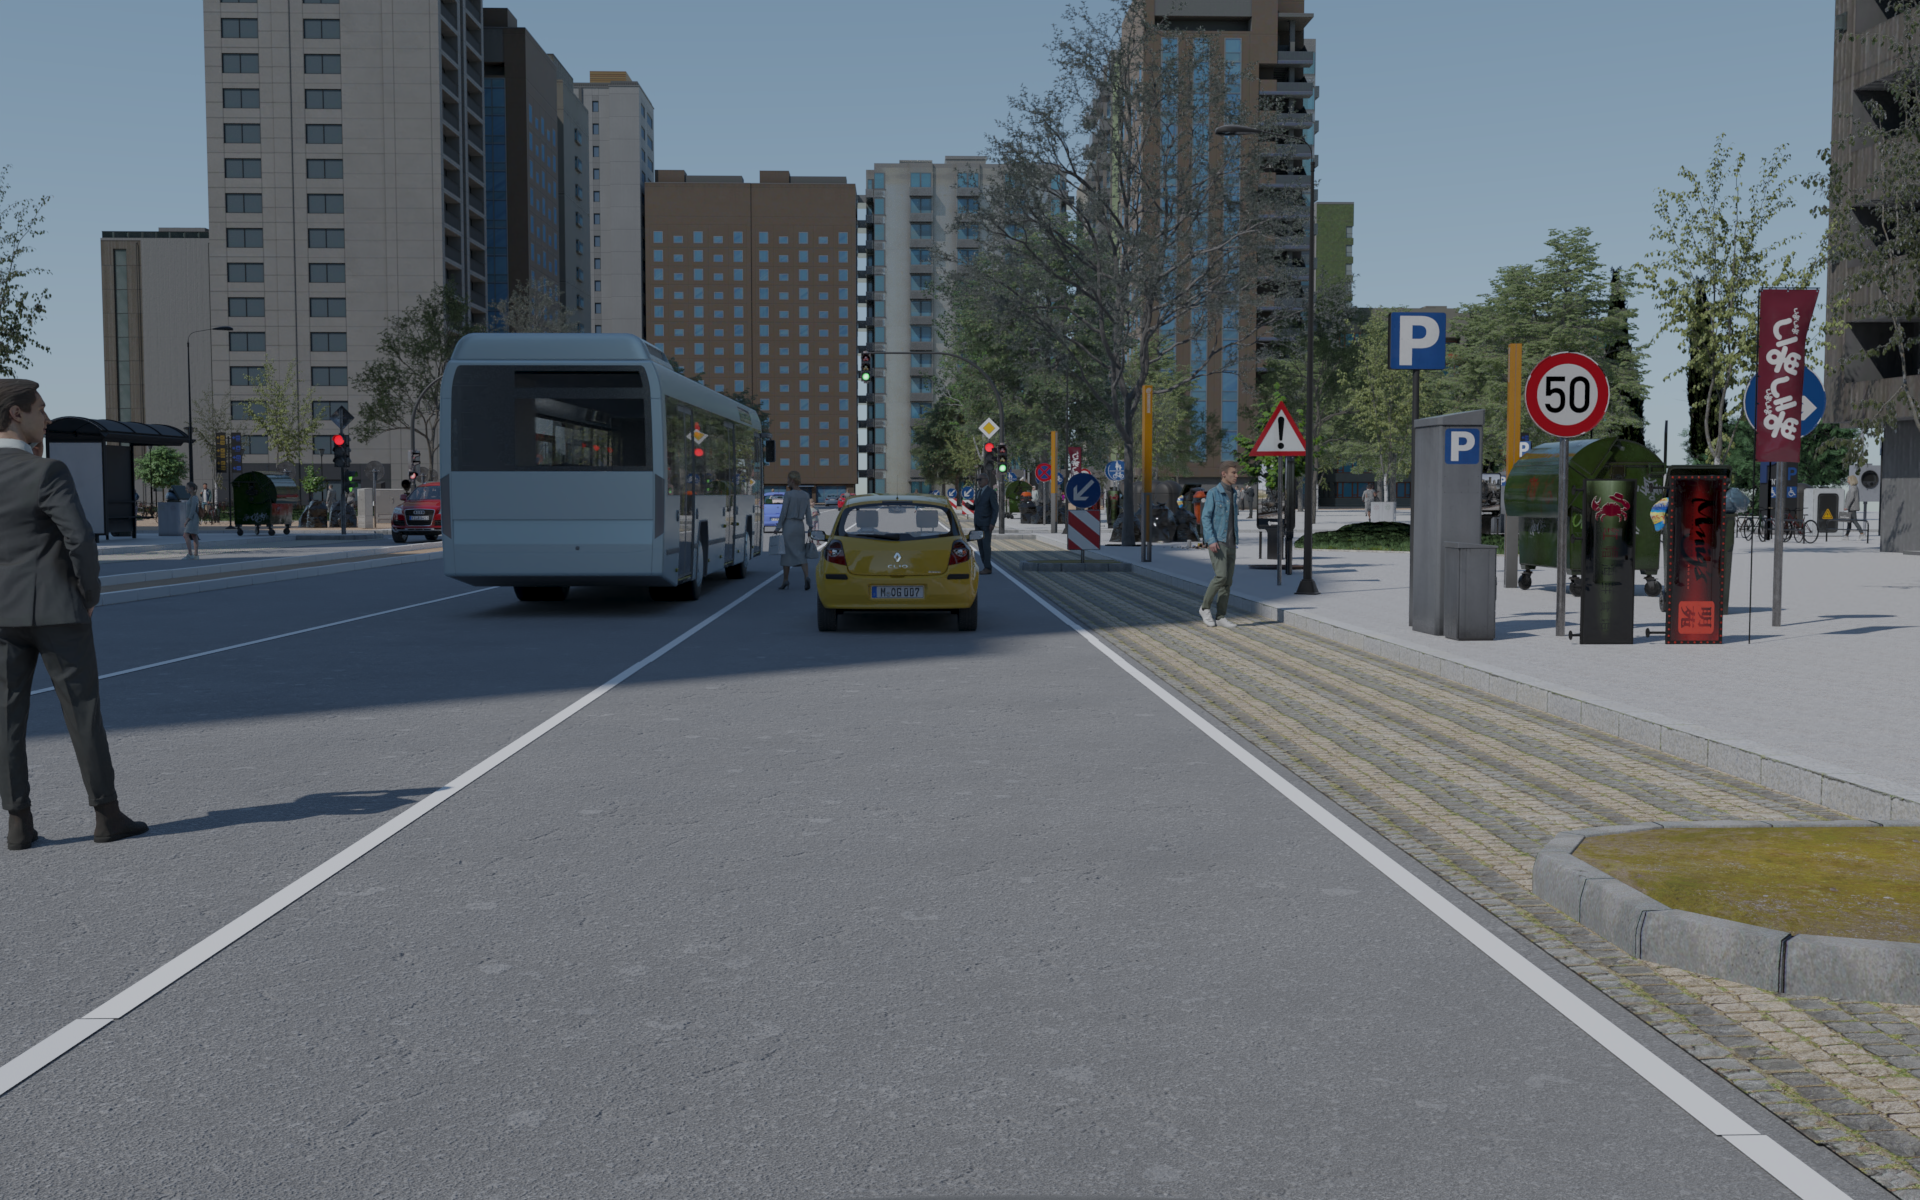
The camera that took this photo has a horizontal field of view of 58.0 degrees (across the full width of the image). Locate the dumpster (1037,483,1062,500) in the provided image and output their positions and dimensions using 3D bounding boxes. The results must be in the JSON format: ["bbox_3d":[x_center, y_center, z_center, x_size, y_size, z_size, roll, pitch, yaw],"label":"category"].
[{"bbox_3d":[4.844,-5.345,93.147,1.264,1.857,1.865,0,4,-2],"label":"dumpster"}]

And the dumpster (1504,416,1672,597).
[{"bbox_3d":[8.079,-1.213,22.321,1.502,2.255,1.985,0,4,-2],"label":"dumpster"}]

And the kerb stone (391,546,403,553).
[{"bbox_3d":[-13.823,-1.219,42.134,0.120,0.150,1.000,0,4,-2],"label":"kerb stone"}]

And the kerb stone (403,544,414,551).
[{"bbox_3d":[-13.867,-1.279,43.160,0.120,0.150,1.000,0,4,-2],"label":"kerb stone"}]

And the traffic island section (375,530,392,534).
[{"bbox_3d":[-19.846,-2.487,62.949,2.009,0.180,2.903,0,4,-2],"label":"traffic island section"}]

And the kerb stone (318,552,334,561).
[{"bbox_3d":[-13.656,-0.907,37.024,0.120,0.150,1.000,0,4,-2],"label":"kerb stone"}]

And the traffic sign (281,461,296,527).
[{"bbox_3d":[-26.276,-4.123,67.518,0.768,2.556,0.104,0,4,-1],"label":"traffic sign"}]

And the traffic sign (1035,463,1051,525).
[{"bbox_3d":[3.460,-4.332,70.933,0.768,2.556,0.104,0,4,8],"label":"traffic sign"}]

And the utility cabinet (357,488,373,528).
[{"bbox_3d":[-22.178,-3.417,64.545,0.318,1.500,1.173,-2,4,-31],"label":"utility cabinet"}]

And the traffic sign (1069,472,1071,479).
[{"bbox_3d":[5.969,-5.413,88.612,0.768,2.556,0.104,0,4,3],"label":"traffic sign"}]

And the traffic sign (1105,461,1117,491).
[{"bbox_3d":[5.929,-4.058,66.459,0.768,2.556,0.104,0,4,1],"label":"traffic sign"}]

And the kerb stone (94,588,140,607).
[{"bbox_3d":[-11.064,-0.031,22.703,0.120,0.150,1.000,0,4,-2],"label":"kerb stone"}]

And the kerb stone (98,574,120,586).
[{"bbox_3d":[-13.307,-0.276,26.752,0.120,0.150,1.000,0,4,-2],"label":"kerb stone"}]

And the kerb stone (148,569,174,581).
[{"bbox_3d":[-13.384,-0.404,28.808,0.120,0.150,1.000,0,4,-2],"label":"kerb stone"}]

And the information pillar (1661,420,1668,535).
[{"bbox_3d":[22.271,-3.876,54.720,0.183,3.616,0.504,2,4,25],"label":"information pillar"}]

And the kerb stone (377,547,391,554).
[{"bbox_3d":[-13.787,-1.149,41.113,0.120,0.150,1.000,0,4,-2],"label":"kerb stone"}]

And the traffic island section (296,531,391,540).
[{"bbox_3d":[-19.576,-1.999,54.968,2.009,0.180,2.903,0,4,-2],"label":"traffic island section"}]

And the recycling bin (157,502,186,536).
[{"bbox_3d":[-24.177,-2.495,53.341,0.722,1.027,0.722,1,4,9],"label":"recycling bin"}]

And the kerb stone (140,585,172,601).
[{"bbox_3d":[-11.101,-0.094,23.728,0.120,0.150,1.000,0,4,-2],"label":"kerb stone"}]

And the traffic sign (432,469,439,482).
[{"bbox_3d":[-26.607,-5.323,87.144,0.768,2.556,0.104,0,4,7],"label":"traffic sign"}]

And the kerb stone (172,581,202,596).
[{"bbox_3d":[-11.133,-0.153,24.750,0.120,0.150,1.000,0,4,-2],"label":"kerb stone"}]

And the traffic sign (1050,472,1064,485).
[{"bbox_3d":[5.627,-6.138,100.469,0.768,2.556,0.104,0,4,5],"label":"traffic sign"}]

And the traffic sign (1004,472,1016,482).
[{"bbox_3d":[2.902,-6.107,99.950,0.768,2.556,0.104,0,3,0],"label":"traffic sign"}]

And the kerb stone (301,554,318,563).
[{"bbox_3d":[-13.619,-0.843,35.995,0.120,0.150,1.000,0,4,-2],"label":"kerb stone"}]

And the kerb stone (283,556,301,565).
[{"bbox_3d":[-13.583,-0.781,34.967,0.120,0.150,1.000,0,4,-2],"label":"kerb stone"}]

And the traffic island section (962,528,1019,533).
[{"bbox_3d":[1.083,-2.530,63.651,2.009,0.180,2.903,0,4,-2],"label":"traffic island section"}]

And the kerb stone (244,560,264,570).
[{"bbox_3d":[-13.514,-0.656,32.918,0.120,0.150,1.000,0,4,-2],"label":"kerb stone"}]

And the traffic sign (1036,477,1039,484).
[{"bbox_3d":[4.749,-6.109,99.983,0.768,2.556,0.104,0,4,2],"label":"traffic sign"}]

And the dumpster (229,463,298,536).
[{"bbox_3d":[-21.599,-3.132,53.710,1.502,2.255,1.985,0,4,-2],"label":"dumpster"}]

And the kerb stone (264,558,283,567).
[{"bbox_3d":[-13.550,-0.719,33.943,0.120,0.150,1.000,0,4,-2],"label":"kerb stone"}]

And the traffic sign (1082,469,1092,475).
[{"bbox_3d":[6.199,-5.285,86.520,0.768,2.556,0.104,0,4,5],"label":"traffic sign"}]

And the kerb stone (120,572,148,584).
[{"bbox_3d":[-13.350,-0.341,27.779,0.120,0.150,1.000,0,4,-2],"label":"kerb stone"}]

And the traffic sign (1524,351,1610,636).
[{"bbox_3d":[5.423,-0.946,15.569,0.768,2.556,0.104,0,4,-1],"label":"traffic sign"}]

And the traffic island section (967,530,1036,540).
[{"bbox_3d":[1.354,-2.042,55.670,2.009,0.180,2.903,0,4,-2],"label":"traffic island section"}]

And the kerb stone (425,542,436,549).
[{"bbox_3d":[-13.932,-1.408,45.216,0.120,0.150,1.000,0,4,-2],"label":"kerb stone"}]

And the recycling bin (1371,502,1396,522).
[{"bbox_3d":[13.443,-2.594,54.972,0.722,1.027,0.722,1,4,19],"label":"recycling bin"}]

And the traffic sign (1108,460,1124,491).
[{"bbox_3d":[5.947,-3.975,65.091,0.768,2.556,0.104,0,4,6],"label":"traffic sign"}]

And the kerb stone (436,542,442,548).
[{"bbox_3d":[-13.971,-1.464,46.251,0.120,0.150,1.000,0,4,-2],"label":"kerb stone"}]

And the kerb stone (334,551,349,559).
[{"bbox_3d":[-13.696,-0.969,38.046,0.120,0.150,1.000,0,4,-2],"label":"kerb stone"}]

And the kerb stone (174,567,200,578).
[{"bbox_3d":[-13.411,-0.464,29.840,0.120,0.150,1.000,0,4,-2],"label":"kerb stone"}]

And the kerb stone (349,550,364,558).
[{"bbox_3d":[-13.716,-1.031,39.070,0.120,0.150,1.000,0,4,-2],"label":"kerb stone"}]

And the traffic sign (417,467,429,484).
[{"bbox_3d":[-25.028,-4.928,80.684,0.768,2.556,0.104,0,4,4],"label":"traffic sign"}]

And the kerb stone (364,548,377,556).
[{"bbox_3d":[-13.762,-1.092,40.091,0.120,0.150,1.000,0,4,-2],"label":"kerb stone"}]

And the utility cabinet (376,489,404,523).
[{"bbox_3d":[-24.701,-4.056,74.992,1.173,1.500,0.318,-2,4,-29],"label":"utility cabinet"}]

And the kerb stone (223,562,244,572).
[{"bbox_3d":[-13.476,-0.592,31.884,0.120,0.150,1.000,0,4,-2],"label":"kerb stone"}]

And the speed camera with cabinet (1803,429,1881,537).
[{"bbox_3d":[26.551,-3.535,52.127,2.038,3.252,0.660,0,4,-2],"label":"speed camera with cabinet"}]

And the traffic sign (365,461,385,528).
[{"bbox_3d":[-22.276,-4.025,65.914,0.768,2.556,0.104,0,4,4],"label":"traffic sign"}]

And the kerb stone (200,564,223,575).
[{"bbox_3d":[-13.445,-0.526,30.862,0.120,0.150,1.000,0,4,-2],"label":"kerb stone"}]

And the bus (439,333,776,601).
[{"bbox_3d":[-4.794,-1.930,26.423,2.948,3.499,13.247,0,4,-1],"label":"bus"}]

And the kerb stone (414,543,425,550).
[{"bbox_3d":[-13.902,-1.345,44.188,0.120,0.150,1.000,0,4,-2],"label":"kerb stone"}]
